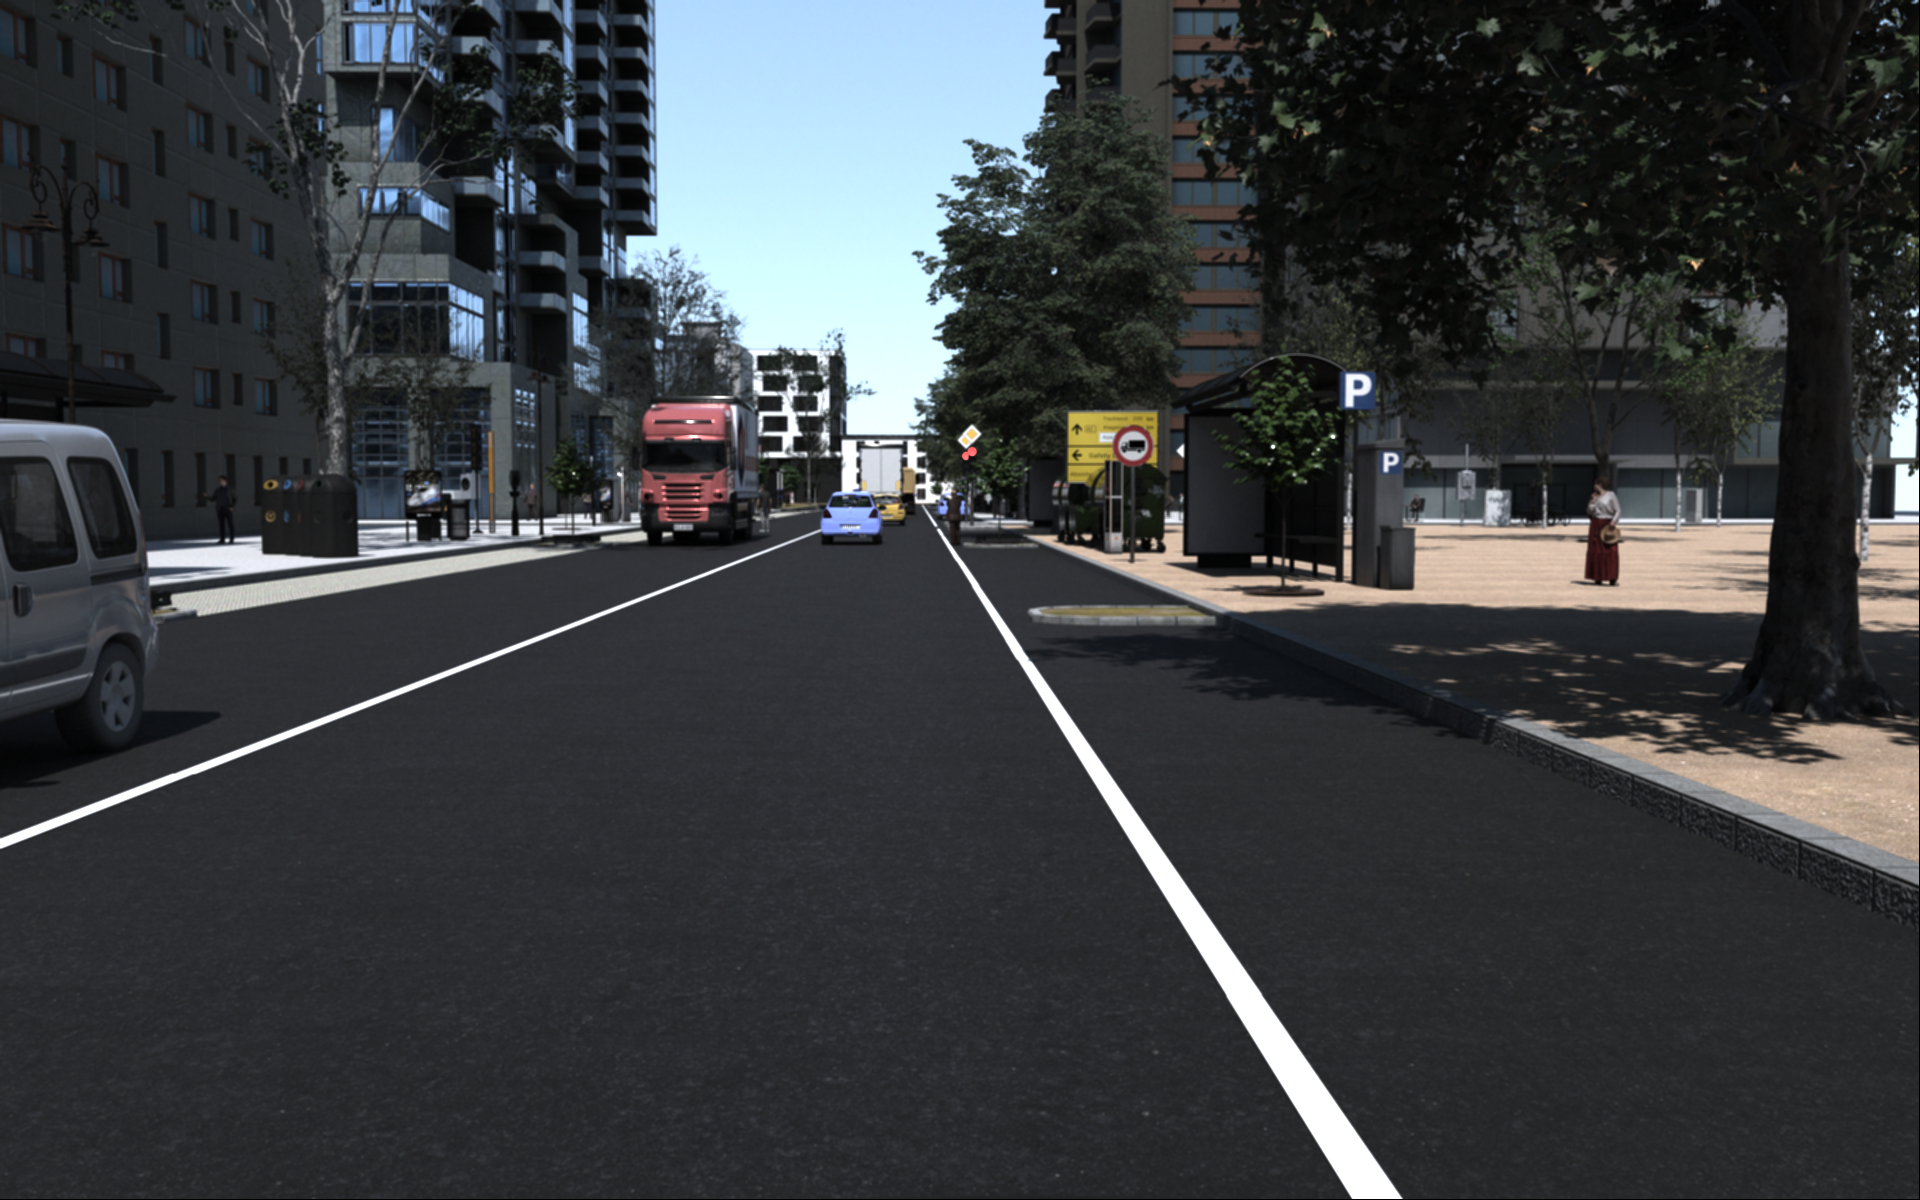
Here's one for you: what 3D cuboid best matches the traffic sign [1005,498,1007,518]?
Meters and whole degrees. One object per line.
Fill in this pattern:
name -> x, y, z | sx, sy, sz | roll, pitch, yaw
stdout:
traffic sign -> 2.431, -5.618, 91.954 | 0.768, 2.556, 0.104 | 0, 3, 0

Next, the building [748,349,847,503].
building -> -33.489, -25.315, 257.870 | 32.646, 21.610, 27.936 | 0, 4, -1

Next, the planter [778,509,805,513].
planter -> -12.712, -6.674, 130.265 | 1.991, 0.319, 1.994 | 0, 4, -1

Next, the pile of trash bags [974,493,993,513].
pile of trash bags -> 1.713, -6.652, 118.516 | 1.912, 1.369, 3.447 | -1, 4, -14

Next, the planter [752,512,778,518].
planter -> -11.986, -4.968, 102.374 | 1.991, 0.319, 1.994 | 0, 4, -1

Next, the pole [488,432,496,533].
pole -> -15.295, -3.836, 56.557 | 0.158, 3.312, 0.155 | 0, 3, 0

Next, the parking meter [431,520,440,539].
parking meter -> -15.228, -2.545, 50.016 | 0.372, 1.533, 0.369 | 0, 3, 0

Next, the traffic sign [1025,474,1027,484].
traffic sign -> 3.324, -5.568, 91.138 | 0.768, 2.556, 0.104 | 0, 4, 2

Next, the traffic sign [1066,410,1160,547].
traffic sign -> 3.707, -2.951, 42.126 | 2.265, 3.308, 0.079 | 0, 4, 5

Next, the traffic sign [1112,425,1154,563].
traffic sign -> 3.200, -1.956, 32.093 | 0.768, 2.556, 0.104 | 0, 4, 2

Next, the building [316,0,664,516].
building -> -33.759, -49.909, 128.686 | 22.319, 86.520, 31.000 | 0, 4, -1

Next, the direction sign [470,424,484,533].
direction sign -> -15.741, -3.941, 56.433 | 0.379, 3.537, 0.876 | 0, 4, 7

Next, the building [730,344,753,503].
building -> -41.814, -21.125, 211.851 | 31.486, 18.905, 16.747 | 0, 4, -1

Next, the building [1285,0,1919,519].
building -> 34.388, -31.168, 98.832 | 27.495, 52.752, 28.713 | 0, 4, -1

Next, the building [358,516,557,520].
building -> -33.466, -47.997, 97.417 | 22.319, 86.520, 31.000 | 0, 4, -1

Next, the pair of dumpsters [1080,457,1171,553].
pair of dumpsters -> 3.789, -2.266, 39.544 | 1.574, 2.255, 4.437 | 0, 4, -1

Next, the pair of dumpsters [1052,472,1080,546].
pair of dumpsters -> 3.336, -2.580, 44.679 | 1.574, 2.255, 4.437 | 0, 4, -2

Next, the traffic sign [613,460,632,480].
traffic sign -> -13.202, -4.158, 67.716 | 0.795, 2.593, 0.064 | 0, 4, 6

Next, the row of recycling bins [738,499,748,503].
row of recycling bins -> -15.982, -7.388, 127.911 | 1.069, 1.692, 3.534 | 0, 4, -7

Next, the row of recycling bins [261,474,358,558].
row of recycling bins -> -13.563, -1.775, 36.133 | 1.069, 1.692, 3.534 | -3, 5, -42

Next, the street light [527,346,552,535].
street light -> -13.132, -4.978, 54.181 | 0.468, 5.910, 1.993 | 0, 4, -1

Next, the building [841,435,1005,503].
building -> -2.877, -18.754, 248.773 | 28.070, 9.664, 9.099 | 0, 4, -1

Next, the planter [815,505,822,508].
planter -> -13.957, -9.670, 179.236 | 1.991, 0.319, 1.994 | 0, 4, -1

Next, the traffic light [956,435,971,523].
traffic light -> 0.254, -5.427, 77.649 | 0.839, 4.253, 0.868 | 0, 4, -1

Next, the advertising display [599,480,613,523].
advertising display -> -15.718, -4.389, 76.966 | 0.123, 1.923, 0.974 | -3, 5, -43

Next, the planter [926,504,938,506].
planter -> -3.060, -11.388, 207.332 | 1.991, 0.319, 1.994 | 0, 4, -1

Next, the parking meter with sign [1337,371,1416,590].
parking meter with sign -> 5.777, -1.689, 23.873 | 0.543, 3.016, 1.738 | -1, 4, -10

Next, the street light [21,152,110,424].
street light -> -12.259, -3.125, 23.885 | 0.468, 5.910, 1.993 | 0, 4, -1

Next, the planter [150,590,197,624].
planter -> -9.835, 0.095, 19.587 | 1.991, 0.319, 1.994 | 0, 4, -1

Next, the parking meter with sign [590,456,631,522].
parking meter with sign -> -15.916, -5.056, 78.926 | 1.738, 3.016, 0.543 | -2, 4, -27

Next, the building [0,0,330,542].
building -> -36.451, -12.364, 47.195 | 28.899, 21.520, 27.650 | 0, 4, -1

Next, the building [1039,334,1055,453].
building -> 16.346, -19.260, 181.354 | 16.747, 18.905, 31.486 | 0, 4, -1

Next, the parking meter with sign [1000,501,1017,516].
parking meter with sign -> 2.929, -6.456, 101.811 | 0.543, 3.016, 1.738 | 2, 4, 31

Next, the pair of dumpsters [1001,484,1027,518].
pair of dumpsters -> 3.136, -5.626, 94.473 | 1.574, 2.255, 4.437 | 0, 4, -1

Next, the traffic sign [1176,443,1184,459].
traffic sign -> 5.013, -2.274, 36.906 | 0.795, 2.593, 0.064 | 0, 4, 1

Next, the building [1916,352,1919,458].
building -> 63.314, -25.120, 94.308 | 14.086, 41.232, 14.154 | 0, 4, -1

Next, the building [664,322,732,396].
building -> -32.754, -20.267, 187.787 | 16.016, 20.091, 11.380 | 0, 4, -1

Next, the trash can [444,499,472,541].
trash can -> -13.875, -2.216, 47.889 | 0.748, 1.137, 0.748 | 0, 3, 0

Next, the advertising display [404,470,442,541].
advertising display -> -14.573, -2.559, 47.047 | 0.974, 1.923, 0.123 | -1, 4, -22

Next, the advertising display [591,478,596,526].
advertising display -> -14.701, -3.934, 69.533 | 0.123, 1.923, 0.974 | -1, 4, -9

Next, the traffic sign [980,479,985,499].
traffic sign -> 1.790, -7.824, 128.021 | 0.768, 2.556, 0.104 | 0, 4, 6

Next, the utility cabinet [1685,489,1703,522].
utility cabinet -> 33.143, -4.254, 78.235 | 0.318, 1.500, 1.173 | 0, 4, 2

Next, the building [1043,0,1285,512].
building -> 18.094, -29.584, 138.327 | 22.147, 44.769, 28.867 | 0, 4, -1
